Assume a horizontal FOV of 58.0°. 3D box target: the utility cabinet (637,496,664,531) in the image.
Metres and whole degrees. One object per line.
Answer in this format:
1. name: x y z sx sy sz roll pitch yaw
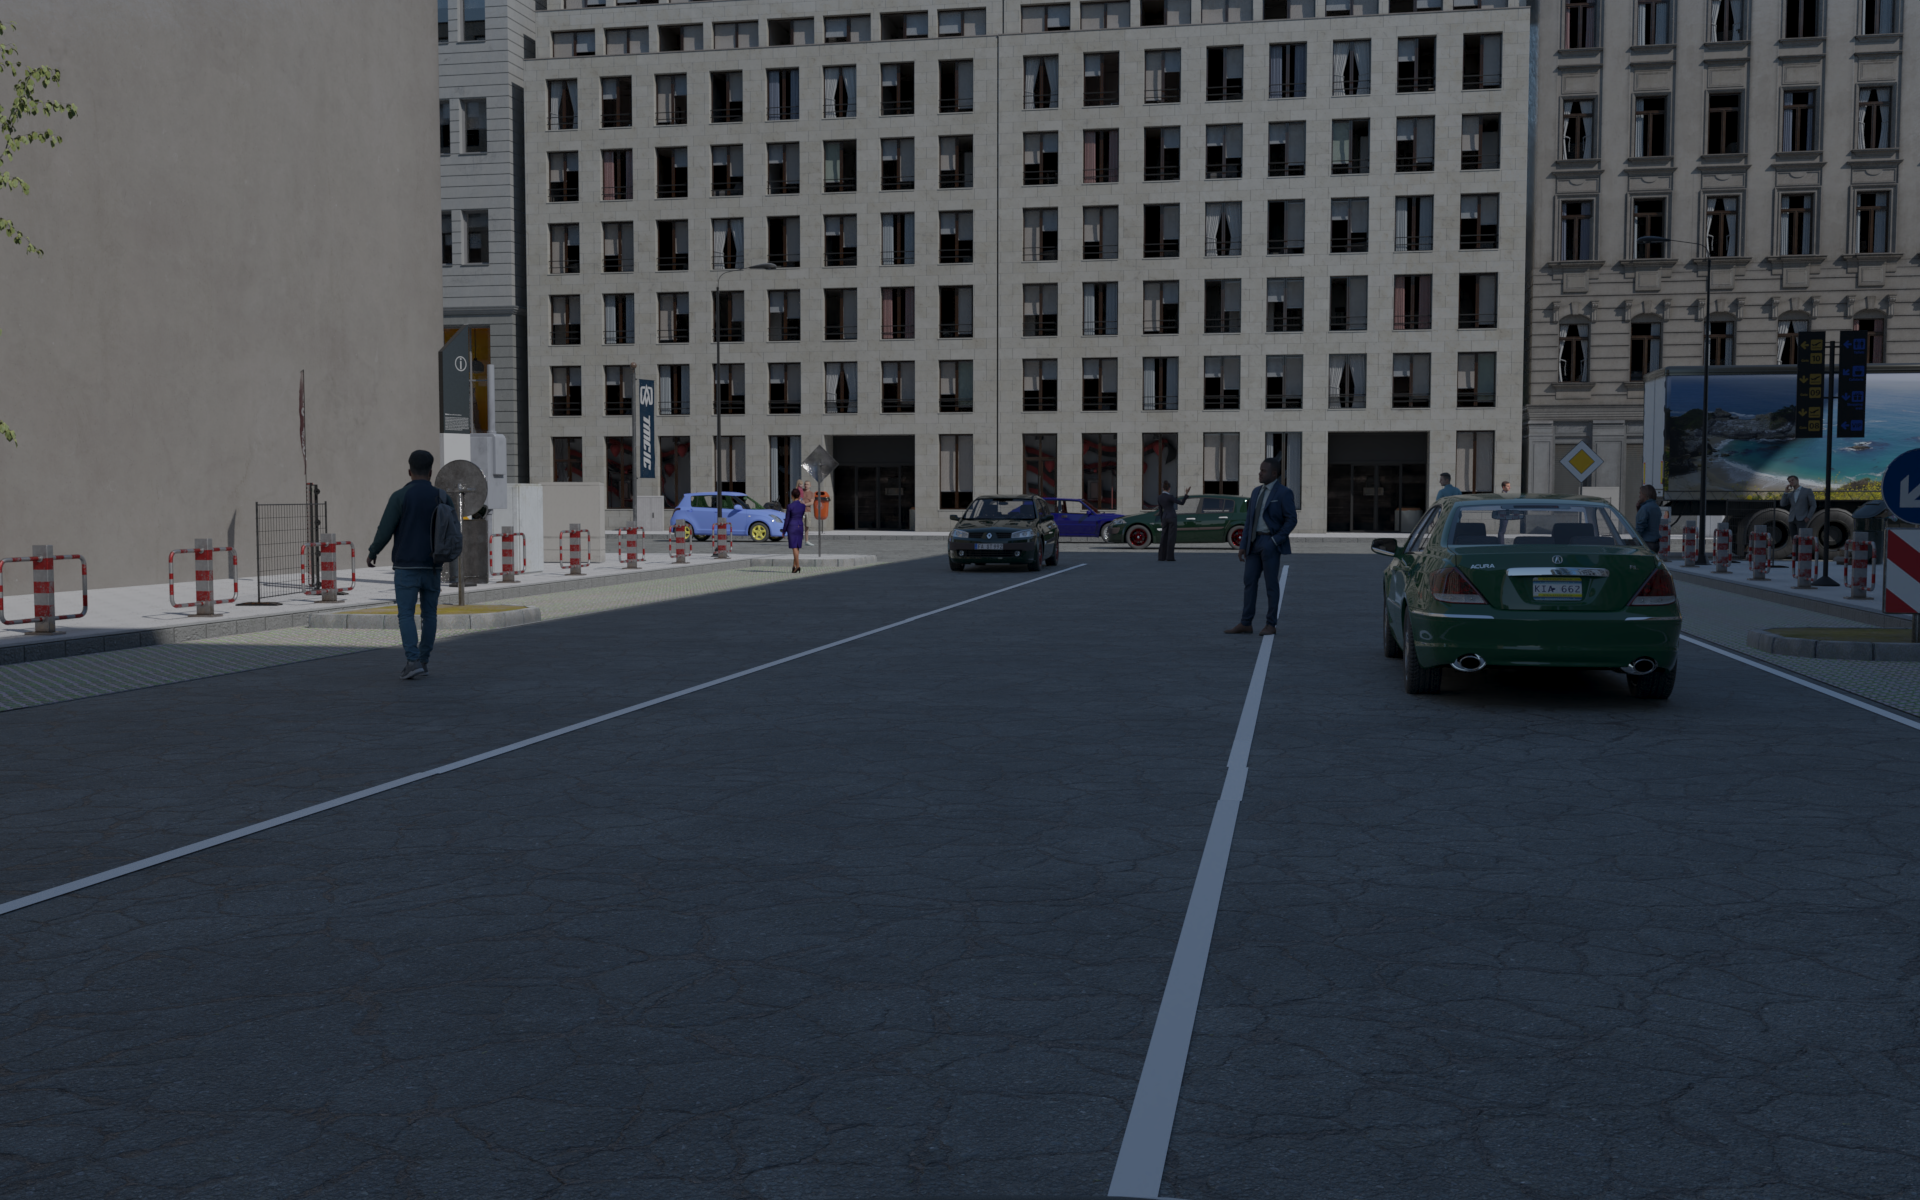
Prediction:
1. utility cabinet: -10.755 -2.974 59.787 1.020 1.237 0.306 0 4 2

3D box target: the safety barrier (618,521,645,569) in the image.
1. safety barrier: -5.604 -0.936 29.574 0.300 0.817 1.120 1 4 11

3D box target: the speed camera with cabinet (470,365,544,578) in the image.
1. speed camera with cabinet: -7.241 -2.014 27.266 0.660 3.252 2.038 1 4 10

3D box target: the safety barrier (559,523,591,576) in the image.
1. safety barrier: -6.060 -0.795 27.279 0.300 0.817 1.120 1 4 11

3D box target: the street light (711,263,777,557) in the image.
1. street light: -4.374 -3.826 35.093 1.470 5.913 1.316 1 4 11

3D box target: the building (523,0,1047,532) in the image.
1. building: -5.996 -12.819 64.345 16.860 20.320 10.420 1 4 11

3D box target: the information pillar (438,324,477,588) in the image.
1. information pillar: -6.915 -1.983 23.771 0.183 3.616 0.504 2 4 31

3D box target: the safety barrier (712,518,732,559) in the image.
1. safety barrier: -4.690 -1.218 34.185 0.300 0.817 1.120 1 4 11

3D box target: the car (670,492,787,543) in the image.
1. car: -6.836 -2.605 52.186 3.694 1.707 1.945 1 4 12

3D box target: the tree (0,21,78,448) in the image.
1. tree: -10.625 -4.065 16.827 4.737 8.622 4.395 0 3 0

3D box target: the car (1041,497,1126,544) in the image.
1. car: 3.335 -2.342 50.877 3.894 1.354 1.945 1 4 10

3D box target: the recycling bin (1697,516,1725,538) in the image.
1. recycling bin: 22.206 -2.365 51.220 0.722 1.027 0.722 2 4 25

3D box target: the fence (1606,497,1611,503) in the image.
1. fence: 19.163 -2.477 51.701 0.480 1.192 2.264 2 4 34

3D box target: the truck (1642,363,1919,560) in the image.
1. truck: 21.155 -3.009 38.106 11.283 4.237 2.839 1 4 11

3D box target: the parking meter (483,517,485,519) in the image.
1. parking meter: -8.983 -1.510 33.093 0.372 1.533 0.369 0 3 0

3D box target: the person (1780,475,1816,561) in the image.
1. person: 16.541 -1.560 34.195 0.473 1.802 0.592 -1 4 -19

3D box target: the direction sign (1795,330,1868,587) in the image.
1. direction sign: 12.089 -1.963 24.093 0.876 3.537 0.379 1 4 15

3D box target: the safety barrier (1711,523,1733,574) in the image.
1. safety barrier: 12.332 -0.841 28.018 0.300 0.817 1.120 1 4 11

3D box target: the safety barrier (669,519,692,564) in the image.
1. safety barrier: -5.144 -1.077 31.890 0.300 0.817 1.120 1 4 11

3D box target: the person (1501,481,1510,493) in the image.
1. person: 13.892 -2.119 43.672 0.750 1.759 0.617 2 4 35

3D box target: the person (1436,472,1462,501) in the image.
1. person: 9.244 -1.495 32.810 0.638 1.841 0.748 0 4 -1

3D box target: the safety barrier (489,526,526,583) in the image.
1. safety barrier: -6.518 -0.655 24.977 0.300 0.817 1.120 1 4 11

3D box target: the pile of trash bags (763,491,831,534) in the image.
1. pile of trash bags: -5.886 -2.828 55.987 3.447 1.369 1.912 0 4 4

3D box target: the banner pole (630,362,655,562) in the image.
1. banner pole: -6.089 -2.640 33.181 0.401 3.779 0.863 2 4 28

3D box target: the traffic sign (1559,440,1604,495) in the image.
1. traffic sign: 11.599 -1.758 32.378 0.795 2.450 0.064 1 4 11

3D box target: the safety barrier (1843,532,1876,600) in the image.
1. safety barrier: 10.957 -0.417 21.094 0.300 0.817 1.120 1 4 11

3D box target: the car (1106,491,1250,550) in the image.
1. car: 5.939 -2.170 45.274 4.222 1.686 2.009 1 4 9

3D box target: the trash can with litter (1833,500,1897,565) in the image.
1. trash can with litter: 16.412 -1.226 31.432 1.055 1.170 0.624 -2 4 -28

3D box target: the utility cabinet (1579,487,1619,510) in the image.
1. utility cabinet: 19.927 -2.775 54.052 1.173 1.500 0.318 1 4 21

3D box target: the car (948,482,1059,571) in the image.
1. car: 0.883 -1.448 33.454 2.009 1.686 4.222 1 4 10

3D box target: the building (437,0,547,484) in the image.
1. building: -29.252 -17.829 68.996 29.804 29.767 11.434 1 4 11

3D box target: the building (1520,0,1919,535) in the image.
1. building: 27.769 -12.751 57.637 18.267 20.994 9.793 1 4 11

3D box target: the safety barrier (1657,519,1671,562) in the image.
1. safety barrier: 13.249 -1.122 32.627 0.300 0.817 1.120 1 4 11

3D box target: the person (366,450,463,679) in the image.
1. person: -4.250 -0.292 13.616 0.721 1.781 0.623 3 5 39

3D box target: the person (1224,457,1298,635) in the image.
1. person: 3.099 -0.548 17.646 0.721 1.800 0.419 3 5 44

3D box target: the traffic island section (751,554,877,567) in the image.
1. traffic island section: -2.885 -0.798 35.325 2.009 0.180 2.903 1 4 11

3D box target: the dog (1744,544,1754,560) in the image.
1. dog: 16.759 -0.994 36.451 0.748 0.427 0.550 0 4 -5

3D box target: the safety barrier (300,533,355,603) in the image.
1. safety barrier: -7.429 -0.374 20.383 0.300 0.817 1.120 1 4 11

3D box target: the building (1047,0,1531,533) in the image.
1. building: 10.536 -12.617 61.041 16.860 20.320 10.420 1 4 11

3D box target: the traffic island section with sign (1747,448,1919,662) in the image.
1. traffic island section with sign: 8.296 -0.428 15.633 1.989 1.847 2.006 1 4 11

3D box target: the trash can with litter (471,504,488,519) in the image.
1. trash can with litter: -7.380 -0.873 25.661 0.624 1.170 1.055 -2 4 -32

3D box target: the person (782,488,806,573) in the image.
1. person: -3.047 -1.248 31.273 0.546 1.535 0.453 3 4 36

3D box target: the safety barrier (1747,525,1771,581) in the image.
1. safety barrier: 11.875 -0.700 25.717 0.300 0.817 1.120 1 4 11

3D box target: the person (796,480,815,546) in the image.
1. person: -4.350 -2.412 47.909 0.573 1.828 0.580 2 4 30

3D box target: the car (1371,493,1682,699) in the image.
1. car: 4.358 -0.114 13.658 2.131 1.459 4.920 1 4 11

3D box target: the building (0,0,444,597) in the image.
1. building: -28.280 -13.547 26.008 34.151 26.468 19.350 1 4 11

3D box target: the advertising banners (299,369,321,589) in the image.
1. advertising banners: -8.976 -1.695 23.901 0.090 3.025 2.074 -2 4 -25

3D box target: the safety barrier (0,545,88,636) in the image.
1. safety barrier: -8.346 -0.092 15.779 0.300 0.817 1.120 1 4 11

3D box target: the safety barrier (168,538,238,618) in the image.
1. safety barrier: -7.885 -0.232 18.073 0.300 0.817 1.120 1 4 11

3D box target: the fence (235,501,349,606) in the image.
1. fence: -8.046 -0.595 20.924 0.480 1.192 2.264 0 4 1

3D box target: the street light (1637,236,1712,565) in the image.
1. street light: 12.890 -3.593 31.281 1.470 5.913 1.316 1 4 11

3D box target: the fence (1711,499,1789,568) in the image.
1. fence: 14.205 -1.221 31.161 0.480 1.192 2.264 0 4 3

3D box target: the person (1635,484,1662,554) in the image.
1. person: 8.629 -0.683 21.882 0.499 1.552 0.429 -1 4 -15

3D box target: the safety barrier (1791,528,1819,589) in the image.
1. safety barrier: 11.419 -0.558 23.405 0.300 0.817 1.120 1 4 11

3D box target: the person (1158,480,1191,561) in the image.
1. person: 4.573 -1.693 36.976 0.742 1.727 0.445 1 4 15

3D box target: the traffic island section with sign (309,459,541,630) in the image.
1. traffic island section with sign: -5.764 -0.642 19.132 1.989 1.847 2.006 1 4 11

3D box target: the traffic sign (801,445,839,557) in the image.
1. traffic sign: -2.861 -1.934 35.258 0.795 2.450 0.064 1 4 11

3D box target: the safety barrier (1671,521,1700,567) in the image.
1. safety barrier: 12.789 -0.982 30.333 0.300 0.817 1.120 1 4 11

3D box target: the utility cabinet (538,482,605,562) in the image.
1. utility cabinet: -7.216 -1.440 32.224 1.173 1.500 0.318 0 4 8
